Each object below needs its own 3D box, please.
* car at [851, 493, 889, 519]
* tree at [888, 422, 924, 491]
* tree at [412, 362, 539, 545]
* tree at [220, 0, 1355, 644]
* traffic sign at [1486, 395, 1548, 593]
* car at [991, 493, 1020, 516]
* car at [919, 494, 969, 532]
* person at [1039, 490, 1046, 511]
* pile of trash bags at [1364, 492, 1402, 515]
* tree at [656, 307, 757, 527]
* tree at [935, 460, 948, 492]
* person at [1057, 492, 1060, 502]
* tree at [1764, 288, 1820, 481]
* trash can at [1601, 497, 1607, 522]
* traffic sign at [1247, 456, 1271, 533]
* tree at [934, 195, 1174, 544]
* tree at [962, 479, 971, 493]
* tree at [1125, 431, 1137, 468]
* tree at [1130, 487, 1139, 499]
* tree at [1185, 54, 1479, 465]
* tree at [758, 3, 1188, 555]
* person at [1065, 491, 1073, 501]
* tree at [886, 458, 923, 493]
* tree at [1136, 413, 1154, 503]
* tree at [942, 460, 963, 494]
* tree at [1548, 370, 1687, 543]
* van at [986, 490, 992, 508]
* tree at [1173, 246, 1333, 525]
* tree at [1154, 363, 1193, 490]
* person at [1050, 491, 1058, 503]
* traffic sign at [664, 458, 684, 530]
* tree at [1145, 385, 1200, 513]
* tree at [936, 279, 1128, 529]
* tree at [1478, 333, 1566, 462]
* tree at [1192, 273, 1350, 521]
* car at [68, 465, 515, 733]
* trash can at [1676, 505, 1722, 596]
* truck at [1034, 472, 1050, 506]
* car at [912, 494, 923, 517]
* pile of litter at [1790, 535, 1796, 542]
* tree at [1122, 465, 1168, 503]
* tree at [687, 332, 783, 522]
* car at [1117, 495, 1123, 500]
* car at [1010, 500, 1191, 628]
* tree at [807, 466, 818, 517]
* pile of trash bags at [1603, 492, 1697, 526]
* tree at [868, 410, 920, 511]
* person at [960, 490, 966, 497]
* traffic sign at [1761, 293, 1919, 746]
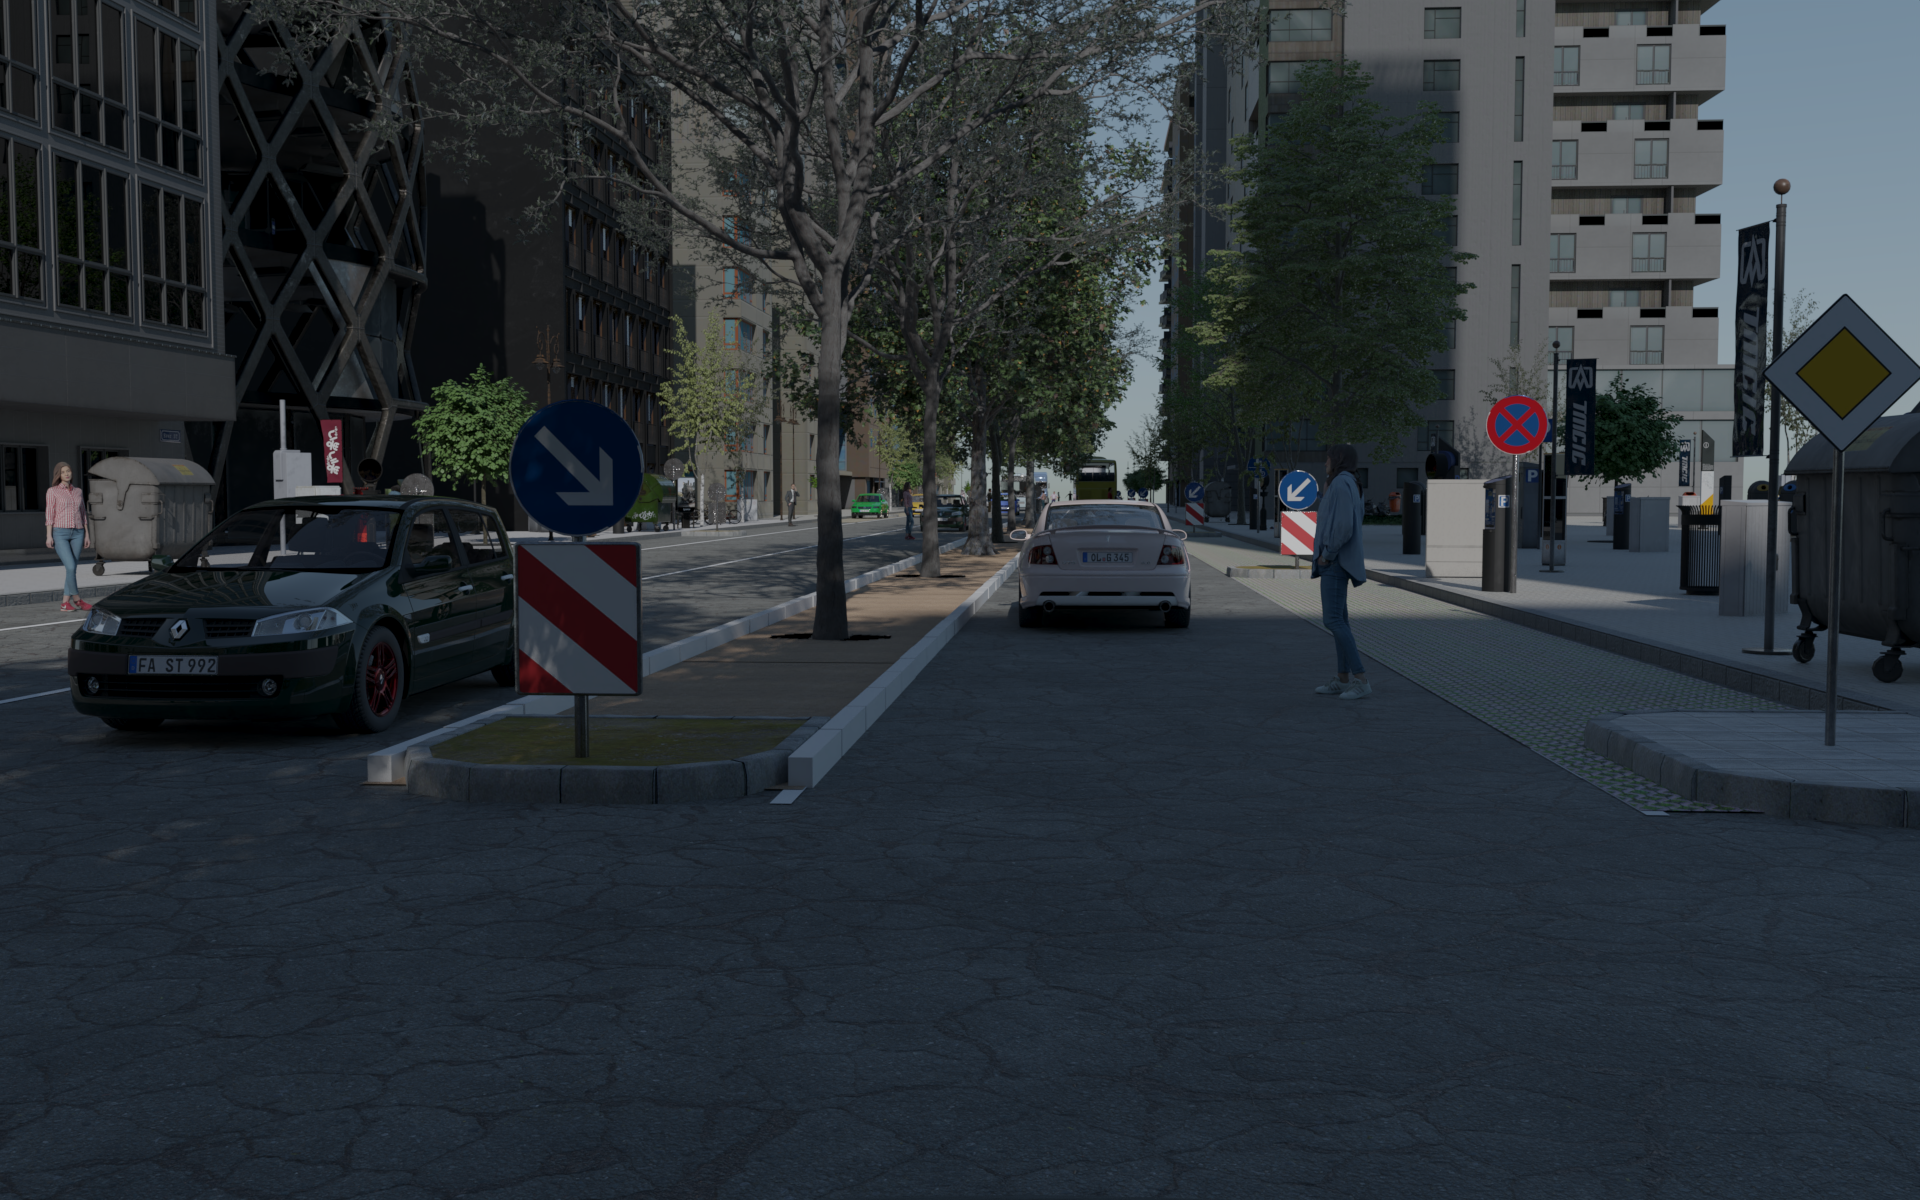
[{"bbox_3d":[-5.261,-5.661,101.357,1.959,1.807,4.718,0,4,5],"label":"car"},{"bbox_3d":[-3.332,-14.926,162.161,7.486,12.596,7.792,0,3,0],"label":"tree"},{"bbox_3d":[-11.945,-3.648,43.361,4.285,4.588,4.351,0,3,0],"label":"tree"},{"bbox_3d":[-1.295,-6.358,16.787,12.009,13.543,11.850,0,3,0],"label":"tree"},{"bbox_3d":[7.165,-1.361,22.352,0.768,2.556,0.104,1,4,11],"label":"traffic sign"},{"bbox_3d":[3.078,-6.513,116.072,1.945,1.707,3.694,0,4,6],"label":"car"},{"bbox_3d":[-0.531,-3.501,67.028,2.009,1.686,4.222,0,4,5],"label":"car"},{"bbox_3d":[6.874,-8.269,144.404,0.721,1.736,1.217,2,4,28],"label":"person"},{"bbox_3d":[18.681,-4.176,78.034,3.447,1.369,1.912,-3,4,-39],"label":"pile of trash bags"},{"bbox_3d":[-10.144,-7.210,68.250,4.737,8.622,4.395,0,3,0],"label":"tree"},{"bbox_3d":[-2.678,-14.147,181.659,4.360,8.622,3.978,0,3,0],"label":"tree"},{"bbox_3d":[13.435,-13.765,234.345,0.721,1.735,1.217,0,4,-5],"label":"person"},{"bbox_3d":[29.763,-6.791,61.399,4.360,8.622,3.978,0,3,0],"label":"tree"},{"bbox_3d":[28.765,-3.975,76.652,0.748,1.137,0.748,0,3,0],"label":"trash can"},{"bbox_3d":[9.790,-3.466,56.782,0.768,2.556,0.104,1,4,9],"label":"traffic sign"},{"bbox_3d":[0.989,-7.457,50.139,9.928,11.665,9.643,0,3,0],"label":"tree"},{"bbox_3d":[1.060,-13.815,220.470,1.663,3.219,1.824,0,3,0],"label":"tree"},{"bbox_3d":[16.986,-12.459,154.065,4.737,8.622,4.395,0,3,0],"label":"tree"},{"bbox_3d":[20.696,-12.688,202.043,1.663,3.219,1.824,0,3,0],"label":"tree"},{"bbox_3d":[9.902,-7.817,45.939,7.486,12.596,7.792,0,3,0],"label":"tree"},{"bbox_3d":[0.439,-7.389,40.269,9.611,12.733,9.660,0,3,0],"label":"tree"},{"bbox_3d":[12.932,-11.895,202.993,1.348,1.822,0.705,-1,4,-10],"label":"person"},{"bbox_3d":[-4.658,-10.071,148.381,4.285,4.588,4.351,0,3,0],"label":"tree"},{"bbox_3d":[12.583,-8.779,93.901,4.737,8.622,4.395,0,3,0],"label":"tree"},{"bbox_3d":[-1.223,-15.120,197.581,4.737,8.622,4.395,0,3,0],"label":"tree"},{"bbox_3d":[17.468,-3.816,46.106,4.285,4.588,4.351,0,3,0],"label":"tree"},{"bbox_3d":[3.432,-10.379,176.702,2.013,2.044,4.112,0,4,6],"label":"van"},{"bbox_3d":[11.790,-8.928,71.724,9.928,11.665,9.643,0,3,0],"label":"tree"},{"bbox_3d":[12.609,-8.083,82.524,4.737,8.622,4.395,0,3,0],"label":"tree"},{"bbox_3d":[9.324,-9.954,172.183,0.756,1.711,0.436,1,4,19],"label":"person"},{"bbox_3d":[-10.149,-3.750,61.411,0.768,2.556,0.104,1,4,11],"label":"traffic sign"},{"bbox_3d":[14.477,-10.129,115.964,4.360,8.622,3.978,0,3,0],"label":"tree"},{"bbox_3d":[2.973,-9.194,70.906,7.486,12.596,7.792,0,3,0],"label":"tree"},{"bbox_3d":[26.215,-7.933,80.068,4.360,8.622,3.978,0,3,0],"label":"tree"},{"bbox_3d":[10.157,-6.308,53.493,4.737,8.622,4.395,0,3,0],"label":"tree"},{"bbox_3d":[-4.189,-0.116,11.679,2.009,1.686,4.222,0,4,5],"label":"car"},{"bbox_3d":[9.508,-0.637,22.065,0.748,1.137,0.748,0,3,0],"label":"trash can"},{"bbox_3d":[9.893,-13.940,217.676,2.967,4.110,18.799,0,4,4],"label":"truck"},{"bbox_3d":[-2.335,-5.916,106.956,2.015,1.641,3.980,0,4,4],"label":"car"},{"bbox_3d":[21.934,-1.996,46.600,1.719,0.858,1.176,0,4,1],"label":"pile of litter"},{"bbox_3d":[20.523,-13.098,197.871,4.285,4.588,4.351,0,3,0],"label":"tree"},{"bbox_3d":[-10.051,-7.800,77.890,4.360,8.622,3.978,0,3,0],"label":"tree"},{"bbox_3d":[18.876,-12.203,209.745,2.015,1.641,3.980,0,4,3],"label":"car"},{"bbox_3d":[1.610,-0.466,19.978,2.083,1.381,4.827,0,4,3],"label":"car"},{"bbox_3d":[-7.739,-6.398,99.212,1.663,3.219,1.824,0,3,0],"label":"tree"},{"bbox_3d":[27.114,-3.563,68.009,3.447,1.369,1.912,1,4,16],"label":"pile of trash bags"},{"bbox_3d":[-5.211,-11.107,131.956,4.737,8.622,4.395,0,3,0],"label":"tree"},{"bbox_3d":[0.165,-6.918,122.274,0.621,1.740,0.551,0,4,-4],"label":"person"},{"bbox_3d":[4.438,-0.314,8.777,0.795,2.450,0.064,0,4,4],"label":"traffic sign"}]
